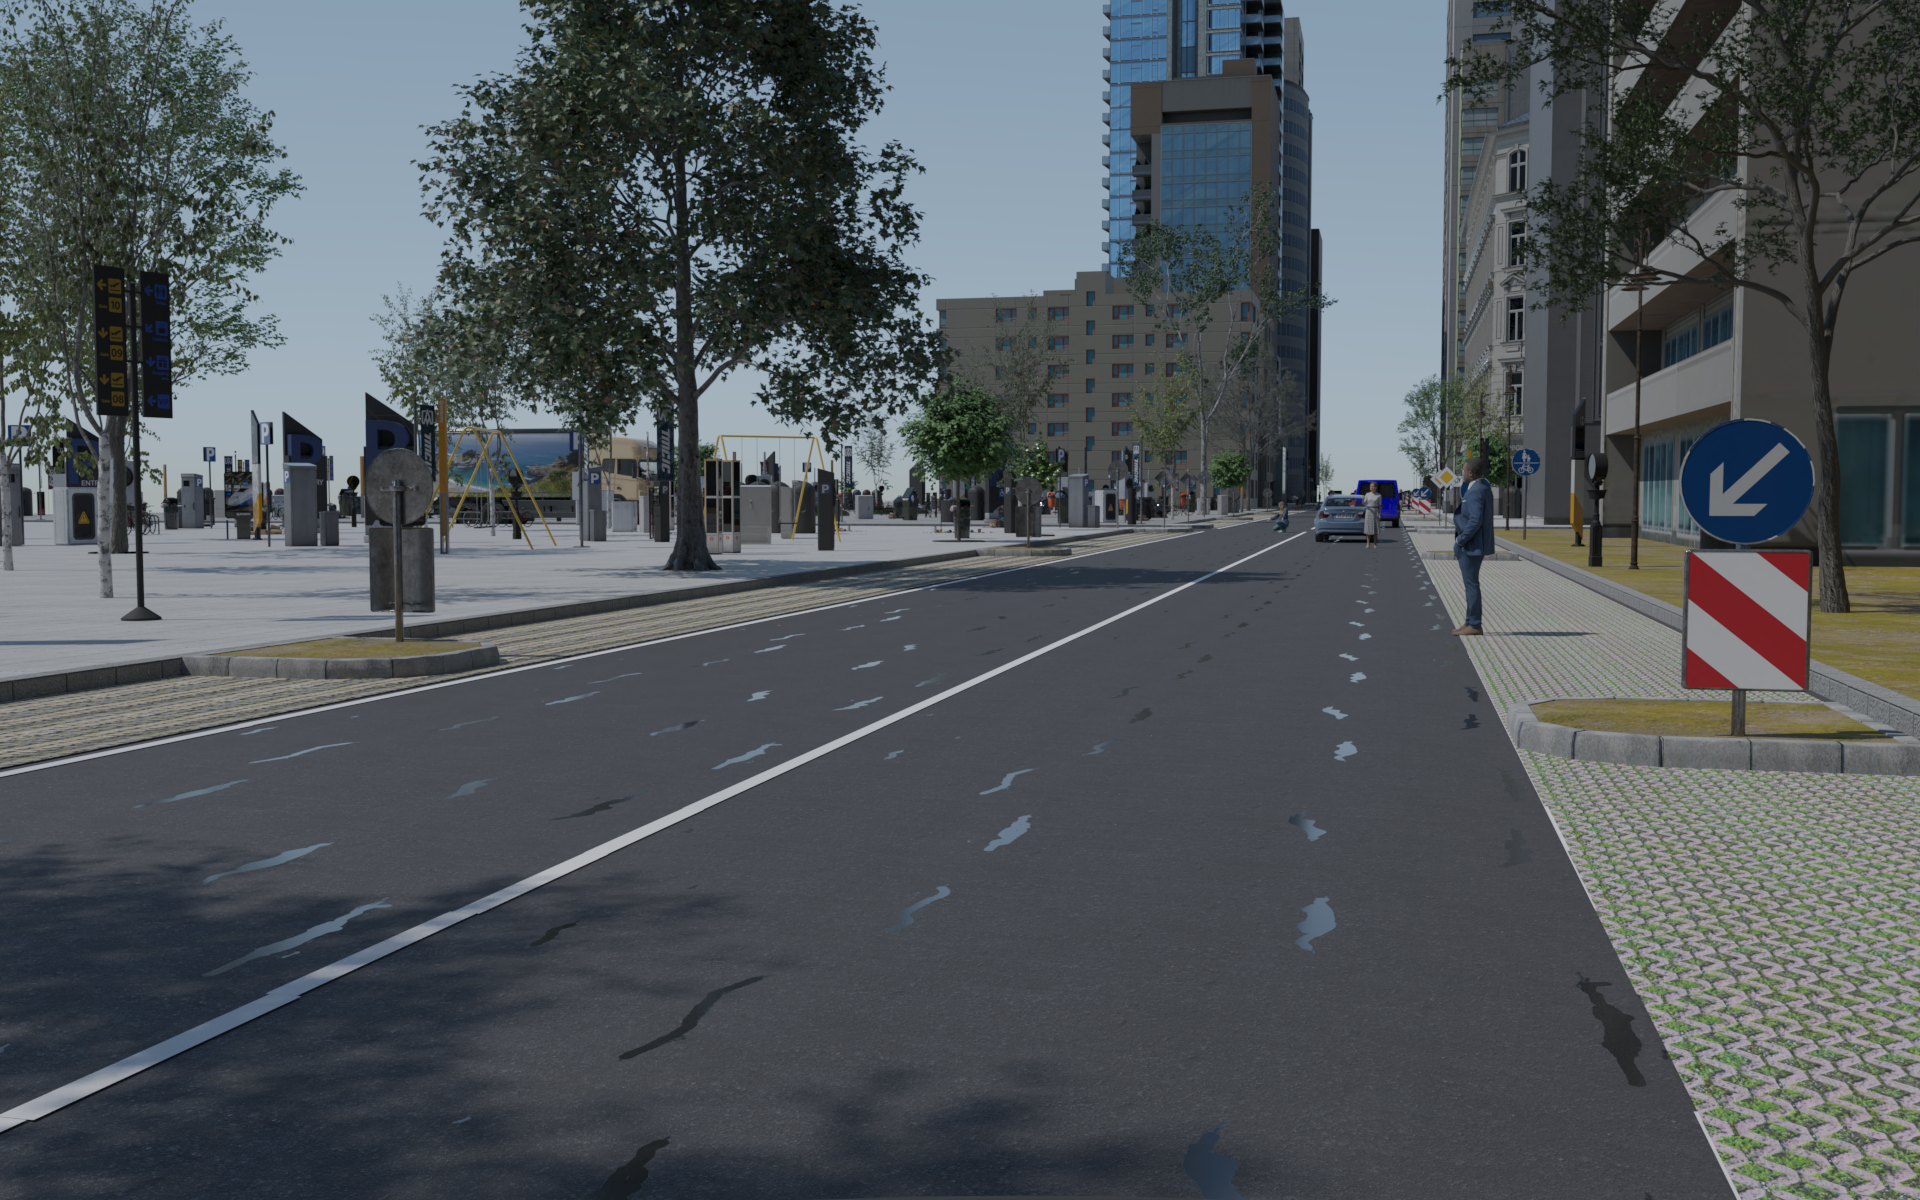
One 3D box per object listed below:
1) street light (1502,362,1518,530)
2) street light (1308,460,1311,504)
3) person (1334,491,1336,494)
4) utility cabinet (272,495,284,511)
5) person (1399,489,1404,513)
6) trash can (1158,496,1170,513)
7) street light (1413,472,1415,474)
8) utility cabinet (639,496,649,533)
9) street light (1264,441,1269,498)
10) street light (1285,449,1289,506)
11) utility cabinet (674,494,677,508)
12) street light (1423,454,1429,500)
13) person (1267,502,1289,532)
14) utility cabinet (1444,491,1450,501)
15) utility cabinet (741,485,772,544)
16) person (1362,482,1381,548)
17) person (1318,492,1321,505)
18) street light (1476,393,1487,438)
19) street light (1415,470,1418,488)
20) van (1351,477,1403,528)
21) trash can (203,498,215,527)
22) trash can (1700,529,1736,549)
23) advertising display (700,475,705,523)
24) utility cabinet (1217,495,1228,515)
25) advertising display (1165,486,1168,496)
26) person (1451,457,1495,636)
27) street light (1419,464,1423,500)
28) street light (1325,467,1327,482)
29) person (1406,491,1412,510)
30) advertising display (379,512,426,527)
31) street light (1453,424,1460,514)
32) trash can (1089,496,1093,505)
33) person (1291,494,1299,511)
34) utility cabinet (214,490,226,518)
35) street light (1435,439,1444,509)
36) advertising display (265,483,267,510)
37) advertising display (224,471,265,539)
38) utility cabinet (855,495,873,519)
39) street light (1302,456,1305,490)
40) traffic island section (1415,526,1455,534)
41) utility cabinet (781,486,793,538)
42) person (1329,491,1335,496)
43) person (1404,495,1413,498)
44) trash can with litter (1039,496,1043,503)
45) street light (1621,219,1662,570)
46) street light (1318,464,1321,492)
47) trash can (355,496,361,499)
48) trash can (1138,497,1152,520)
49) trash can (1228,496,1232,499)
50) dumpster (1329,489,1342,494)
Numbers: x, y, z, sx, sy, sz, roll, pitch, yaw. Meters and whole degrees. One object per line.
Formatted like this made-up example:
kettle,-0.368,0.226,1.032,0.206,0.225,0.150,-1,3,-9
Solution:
street light,19.321,-5.393,60.961,0.468,5.910,1.993,1,4,14
street light,46.229,-15.674,229.058,0.468,5.910,1.993,1,4,14
person,49.378,-13.462,228.545,1.348,1.831,0.705,3,5,40
utility cabinet,-39.123,-5.425,99.856,1.020,1.237,0.306,-1,4,-21
person,30.800,-6.868,121.024,0.641,1.798,0.478,-1,4,-22
trash can,13.124,-6.107,111.497,0.748,1.137,0.748,0,3,0
street light,69.993,-17.905,265.531,0.468,5.910,1.993,1,4,14
utility cabinet,-10.453,-2.843,57.637,0.306,1.237,1.020,-1,4,-18
street light,26.088,-10.707,147.844,0.468,5.910,1.993,1,4,14
street light,33.912,-12.641,179.467,0.468,5.910,1.993,1,4,14
utility cabinet,-20.559,-7.247,127.162,0.318,1.500,1.173,2,4,31
street light,49.968,-12.967,184.805,0.468,5.910,1.993,1,4,14
person,11.971,-3.099,64.660,0.738,1.151,1.012,-1,4,-11
utility cabinet,33.089,-6.603,116.636,1.173,1.500,0.318,-2,4,-35
utility cabinet,-5.377,-2.151,43.844,1.173,1.500,0.318,0,4,-2
person,10.900,-2.250,45.865,0.480,1.755,0.524,1,4,17
person,43.918,-12.358,211.472,0.530,1.710,0.541,3,4,38
street light,23.761,-6.501,79.077,0.468,5.910,1.993,1,4,14
street light,61.907,-15.919,233.055,0.468,5.910,1.993,1,4,14
van,18.123,-4.337,75.300,2.240,2.365,5.245,1,4,13
trash can,-29.660,-3.456,68.159,0.748,1.137,0.748,0,3,0
trash can,11.110,-0.831,25.241,0.748,1.137,0.748,0,3,0
advertising display,-8.508,-3.283,58.896,0.974,1.923,0.123,-1,4,-20
utility cabinet,16.014,-5.770,105.496,0.306,1.237,1.020,2,4,31
advertising display,16.918,-8.364,141.963,0.123,1.923,0.974,1,4,19
person,5.186,-0.539,17.494,0.419,1.800,0.721,1,4,19
street light,57.820,-14.901,216.421,0.468,5.910,1.993,1,4,14
street light,61.891,-19.564,292.661,0.468,5.910,1.993,1,4,14
person,40.670,-9.014,156.603,0.721,1.735,1.217,3,5,41
advertising display,-12.130,-1.985,37.665,0.974,1.923,0.123,-1,4,-20
street light,31.714,-8.444,110.852,0.468,5.910,1.993,1,4,14
trash can,8.999,-6.751,122.032,0.748,1.137,0.748,0,3,0
person,28.935,-8.438,149.657,0.628,1.438,0.799,3,5,43
utility cabinet,-43.076,-5.679,101.527,1.173,1.500,0.318,-2,4,-31
street light,39.539,-10.378,142.474,0.468,5.910,1.993,1,4,14
advertising display,-40.657,-5.872,101.214,0.123,1.923,0.974,-1,4,-10
advertising display,-20.384,-2.693,49.246,0.974,1.923,0.123,-1,4,-19
utility cabinet,-4.899,-4.745,88.748,1.020,1.237,0.306,-3,5,-44
street light,41.987,-14.620,211.826,0.468,5.910,1.993,1,4,14
traffic island section,17.615,-2.474,62.724,2.009,0.180,2.903,1,4,14
utility cabinet,-5.008,-2.536,50.140,0.318,1.500,1.173,0,4,-4
person,32.468,-8.652,150.890,0.756,1.711,0.436,-1,4,-13
person,52.897,-11.980,204.389,1.348,1.823,0.705,3,5,41
trash can with litter,6.498,-7.482,133.717,1.055,1.170,0.624,-1,4,-17
street light,11.487,-3.459,29.341,0.468,5.910,1.993,1,4,14
street light,54.114,-17.607,260.665,0.468,5.910,1.993,1,4,14
trash can,-39.816,-6.311,114.835,0.748,1.137,0.748,0,3,0
trash can,9.014,-4.447,84.361,0.748,1.137,0.748,0,3,0
trash can,18.536,-6.605,119.650,0.748,1.137,0.748,0,3,0
dumpster,58.015,-16.058,267.503,1.985,2.255,1.502,1,4,12
